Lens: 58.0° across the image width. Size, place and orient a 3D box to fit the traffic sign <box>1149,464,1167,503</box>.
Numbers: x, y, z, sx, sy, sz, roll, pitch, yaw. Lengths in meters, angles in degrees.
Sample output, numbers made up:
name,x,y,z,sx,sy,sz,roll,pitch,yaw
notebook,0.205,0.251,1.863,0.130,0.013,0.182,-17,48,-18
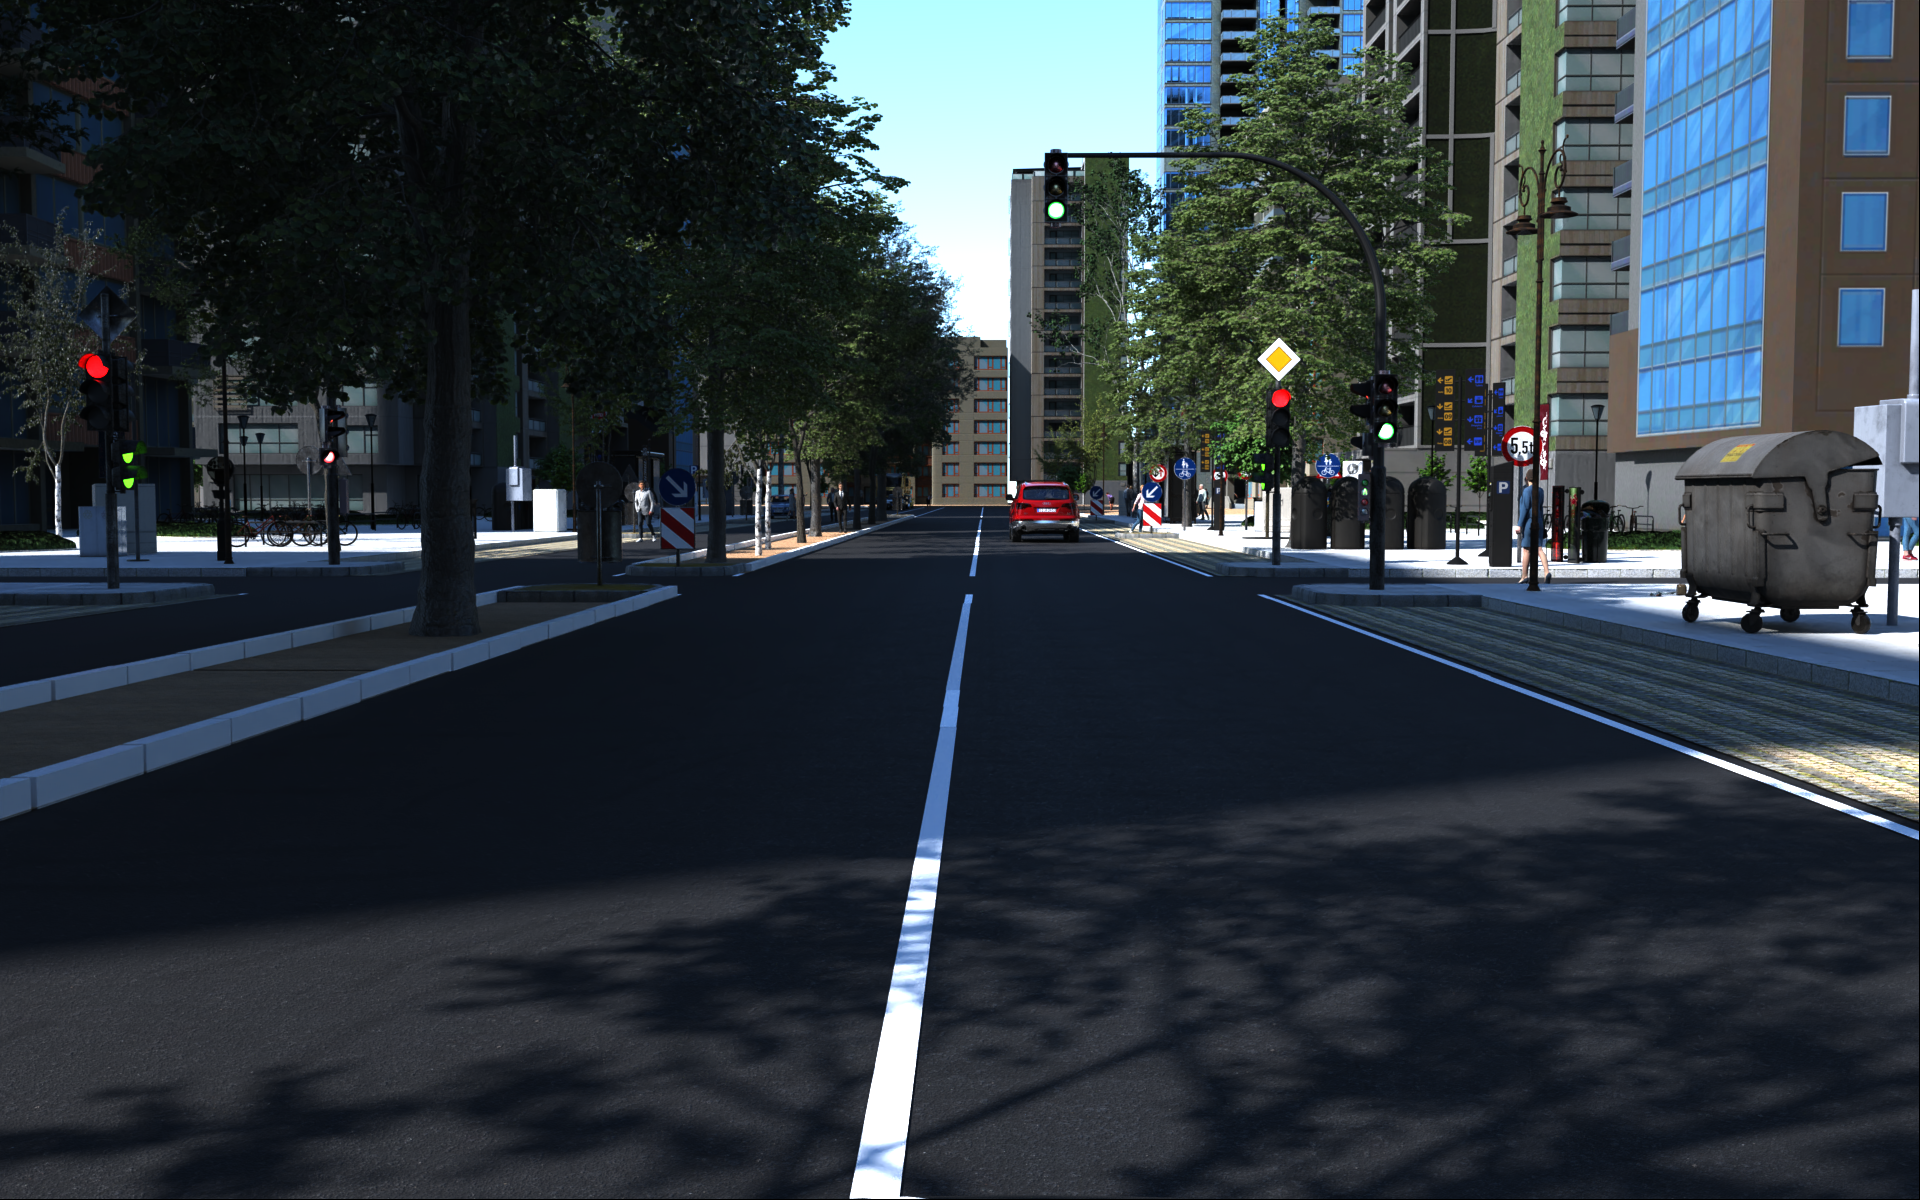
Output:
name,x,y,z,sx,sy,sz,roll,pitch,yaw
traffic sign,8.411,-4.492,73.558,0.768,2.556,0.104,0,4,4

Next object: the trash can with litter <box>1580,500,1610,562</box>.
name,x,y,z,sx,sy,sz,roll,pitch,yaw
trash can with litter,11.908,-1.302,32.678,0.624,1.170,1.055,1,4,15

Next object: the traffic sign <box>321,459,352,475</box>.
name,x,y,z,sx,sy,sz,roll,pitch,yaw
traffic sign,-17.622,-2.992,48.928,0.884,2.594,0.081,0,4,2

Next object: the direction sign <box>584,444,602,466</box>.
name,x,y,z,sx,sy,sz,roll,pitch,yaw
direction sign,-16.640,-5.299,78.634,0.876,3.537,0.379,1,4,15

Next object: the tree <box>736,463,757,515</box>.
name,x,y,z,sx,sy,sz,roll,pitch,yaw
tree,-13.055,-6.821,106.126,1.663,3.219,1.824,0,3,0

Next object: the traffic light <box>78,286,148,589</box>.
name,x,y,z,sx,sy,sz,roll,pitch,yaw
traffic light,-11.484,-2.109,23.411,0.839,4.253,0.868,0,4,1

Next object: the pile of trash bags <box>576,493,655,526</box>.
name,x,y,z,sx,sy,sz,roll,pitch,yaw
pile of trash bags,-13.977,-3.712,70.441,3.447,1.369,1.912,1,4,17

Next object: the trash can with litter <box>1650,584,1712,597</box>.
name,x,y,z,sx,sy,sz,roll,pitch,yaw
trash can with litter,9.792,-0.668,21.982,2.233,1.210,1.678,0,4,-1

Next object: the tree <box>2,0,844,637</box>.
name,x,y,z,sx,sy,sz,roll,pitch,yaw
tree,-5.243,-6.616,17.288,9.857,13.997,8.962,0,3,0

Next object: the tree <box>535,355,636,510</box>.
name,x,y,z,sx,sy,sz,roll,pitch,yaw
tree,-14.124,-7.183,67.810,4.737,8.622,4.395,0,3,0

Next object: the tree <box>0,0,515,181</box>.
name,x,y,z,sx,sy,sz,roll,pitch,yaw
tree,-5.087,-4.386,8.576,8.767,10.594,7.601,0,4,1

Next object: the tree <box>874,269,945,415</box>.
name,x,y,z,sx,sy,sz,roll,pitch,yaw
tree,-4.589,-6.953,50.546,8.767,10.594,7.601,0,4,1

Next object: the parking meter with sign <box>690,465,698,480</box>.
name,x,y,z,sx,sy,sz,roll,pitch,yaw
parking meter with sign,-16.348,-6.620,104.493,0.543,3.016,1.738,1,4,13

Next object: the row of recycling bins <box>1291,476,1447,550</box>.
name,x,y,z,sx,sy,sz,roll,pitch,yaw
row of recycling bins,9.517,-2.032,40.340,3.534,1.692,1.069,0,4,4

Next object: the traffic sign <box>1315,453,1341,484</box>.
name,x,y,z,sx,sy,sz,roll,pitch,yaw
traffic sign,11.443,-3.291,53.918,0.768,2.556,0.104,0,4,8

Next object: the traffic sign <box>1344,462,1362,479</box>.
name,x,y,z,sx,sy,sz,roll,pitch,yaw
traffic sign,12.166,-3.155,53.721,0.606,2.300,0.079,0,4,1

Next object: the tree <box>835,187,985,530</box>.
name,x,y,z,sx,sy,sz,roll,pitch,yaw
tree,-4.106,-9.551,68.978,12.009,13.543,11.850,0,3,0

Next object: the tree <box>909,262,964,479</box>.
name,x,y,z,sx,sy,sz,roll,pitch,yaw
tree,-4.197,-11.155,91.489,9.857,13.997,8.962,0,3,0

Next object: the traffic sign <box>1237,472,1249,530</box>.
name,x,y,z,sx,sy,sz,roll,pitch,yaw
traffic sign,10.235,-3.777,61.854,0.768,2.556,0.104,0,4,6

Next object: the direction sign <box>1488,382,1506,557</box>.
name,x,y,z,sx,sy,sz,roll,pitch,yaw
direction sign,10.839,-2.660,35.486,0.379,3.537,0.876,-1,4,-23

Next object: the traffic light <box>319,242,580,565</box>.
name,x,y,z,sx,sy,sz,roll,pitch,yaw
traffic light,-9.275,-3.470,31.400,4.771,5.953,1.251,0,4,1

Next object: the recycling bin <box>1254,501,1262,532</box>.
name,x,y,z,sx,sy,sz,roll,pitch,yaw
recycling bin,10.519,-2.839,58.968,0.722,1.027,0.722,-3,5,-43

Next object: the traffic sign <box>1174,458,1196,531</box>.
name,x,y,z,sx,sy,sz,roll,pitch,yaw
traffic sign,7.857,-3.695,60.518,0.768,2.556,0.104,1,4,8

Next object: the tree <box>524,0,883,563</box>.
name,x,y,z,sx,sy,sz,roll,pitch,yaw
tree,-4.869,-6.934,33.955,7.486,12.596,7.792,0,3,0

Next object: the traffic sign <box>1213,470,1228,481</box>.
name,x,y,z,sx,sy,sz,roll,pitch,yaw
traffic sign,12.441,-5.070,83.005,0.768,2.556,0.104,0,4,3

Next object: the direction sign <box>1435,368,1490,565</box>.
name,x,y,z,sx,sy,sz,roll,pitch,yaw
direction sign,9.062,-2.413,31.455,0.876,3.537,0.379,2,4,28

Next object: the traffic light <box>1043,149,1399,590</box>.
name,x,y,z,sx,sy,sz,roll,pitch,yaw
traffic light,3.483,-2.960,23.069,4.771,5.953,1.251,0,4,1

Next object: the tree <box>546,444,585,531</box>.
name,x,y,z,sx,sy,sz,roll,pitch,yaw
tree,-14.068,-4.067,61.099,1.663,3.219,1.824,0,3,0

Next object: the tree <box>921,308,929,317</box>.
name,x,y,z,sx,sy,sz,roll,pitch,yaw
tree,-4.937,-8.412,58.120,7.486,12.596,7.792,0,3,0

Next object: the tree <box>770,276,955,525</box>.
name,x,y,z,sx,sy,sz,roll,pitch,yaw
tree,-4.026,-9.328,80.722,9.928,11.665,9.643,0,3,0

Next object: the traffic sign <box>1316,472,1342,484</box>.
name,x,y,z,sx,sy,sz,roll,pitch,yaw
traffic sign,12.449,-3.576,58.479,0.884,2.594,0.081,0,4,3

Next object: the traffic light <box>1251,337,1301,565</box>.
name,x,y,z,sx,sy,sz,roll,pitch,yaw
traffic light,5.692,-2.584,31.164,0.839,4.253,0.868,0,4,1

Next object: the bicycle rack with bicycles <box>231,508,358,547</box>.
name,x,y,z,sx,sy,sz,roll,pitch,yaw
bicycle rack with bicycles,-16.428,-1.807,42.919,2.925,0.926,2.852,0,4,-8

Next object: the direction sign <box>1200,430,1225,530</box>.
name,x,y,z,sx,sy,sz,roll,pitch,yaw
direction sign,8.990,-4.260,61.654,0.876,3.537,0.379,1,4,20

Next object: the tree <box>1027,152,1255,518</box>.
name,x,y,z,sx,sy,sz,roll,pitch,yaw
tree,10.047,-14.594,94.498,12.611,20.169,13.585,0,3,0

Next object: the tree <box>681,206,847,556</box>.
name,x,y,z,sx,sy,sz,roll,pitch,yaw
tree,-4.675,-5.337,40.085,4.360,8.622,3.978,0,3,0

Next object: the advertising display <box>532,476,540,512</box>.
name,x,y,z,sx,sy,sz,roll,pitch,yaw
advertising display,-15.484,-3.550,63.264,0.123,1.923,0.974,0,4,-5

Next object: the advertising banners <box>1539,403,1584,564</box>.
name,x,y,z,sx,sy,sz,roll,pitch,yaw
advertising banners,11.323,-2.235,32.729,0.090,3.025,2.074,0,4,-4

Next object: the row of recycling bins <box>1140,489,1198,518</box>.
name,x,y,z,sx,sy,sz,roll,pitch,yaw
row of recycling bins,11.265,-5.368,94.874,3.534,1.692,1.069,0,3,0

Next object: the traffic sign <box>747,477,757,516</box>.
name,x,y,z,sx,sy,sz,roll,pitch,yaw
traffic sign,-12.340,-6.148,102.656,0.606,2.300,0.079,0,4,7

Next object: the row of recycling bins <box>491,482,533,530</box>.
name,x,y,z,sx,sy,sz,roll,pitch,yaw
row of recycling bins,-16.202,-3.408,62.826,1.069,1.692,3.534,0,4,1

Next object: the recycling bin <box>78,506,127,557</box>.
name,x,y,z,sx,sy,sz,roll,pitch,yaw
recycling bin,-17.606,-1.408,35.583,0.722,1.027,0.722,-1,4,-9

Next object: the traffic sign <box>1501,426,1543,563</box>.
name,x,y,z,sx,sy,sz,roll,pitch,yaw
traffic sign,10.467,-1.972,32.344,0.768,2.556,0.104,0,4,5

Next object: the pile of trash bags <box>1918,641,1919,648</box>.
name,x,y,z,sx,sy,sz,roll,pitch,yaw
pile of trash bags,9.125,-0.206,13.128,3.447,1.369,1.912,3,5,41

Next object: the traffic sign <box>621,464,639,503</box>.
name,x,y,z,sx,sy,sz,roll,pitch,yaw
traffic sign,-14.329,-4.587,74.998,0.884,2.594,0.081,1,4,10

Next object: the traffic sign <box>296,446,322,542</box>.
name,x,y,z,sx,sy,sz,roll,pitch,yaw
traffic sign,-17.151,-2.785,45.644,0.768,2.556,0.104,1,4,9

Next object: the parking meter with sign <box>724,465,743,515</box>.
name,x,y,z,sx,sy,sz,roll,pitch,yaw
parking meter with sign,-13.951,-6.604,104.240,1.738,3.016,0.543,-1,4,-13

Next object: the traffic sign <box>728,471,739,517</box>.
name,x,y,z,sx,sy,sz,roll,pitch,yaw
traffic sign,-12.646,-5.879,96.220,0.768,2.556,0.104,0,4,8

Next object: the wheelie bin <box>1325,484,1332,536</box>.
name,x,y,z,sx,sy,sz,roll,pitch,yaw
wheelie bin,11.141,-2.751,52.891,0.693,1.594,0.980,-1,4,-15
